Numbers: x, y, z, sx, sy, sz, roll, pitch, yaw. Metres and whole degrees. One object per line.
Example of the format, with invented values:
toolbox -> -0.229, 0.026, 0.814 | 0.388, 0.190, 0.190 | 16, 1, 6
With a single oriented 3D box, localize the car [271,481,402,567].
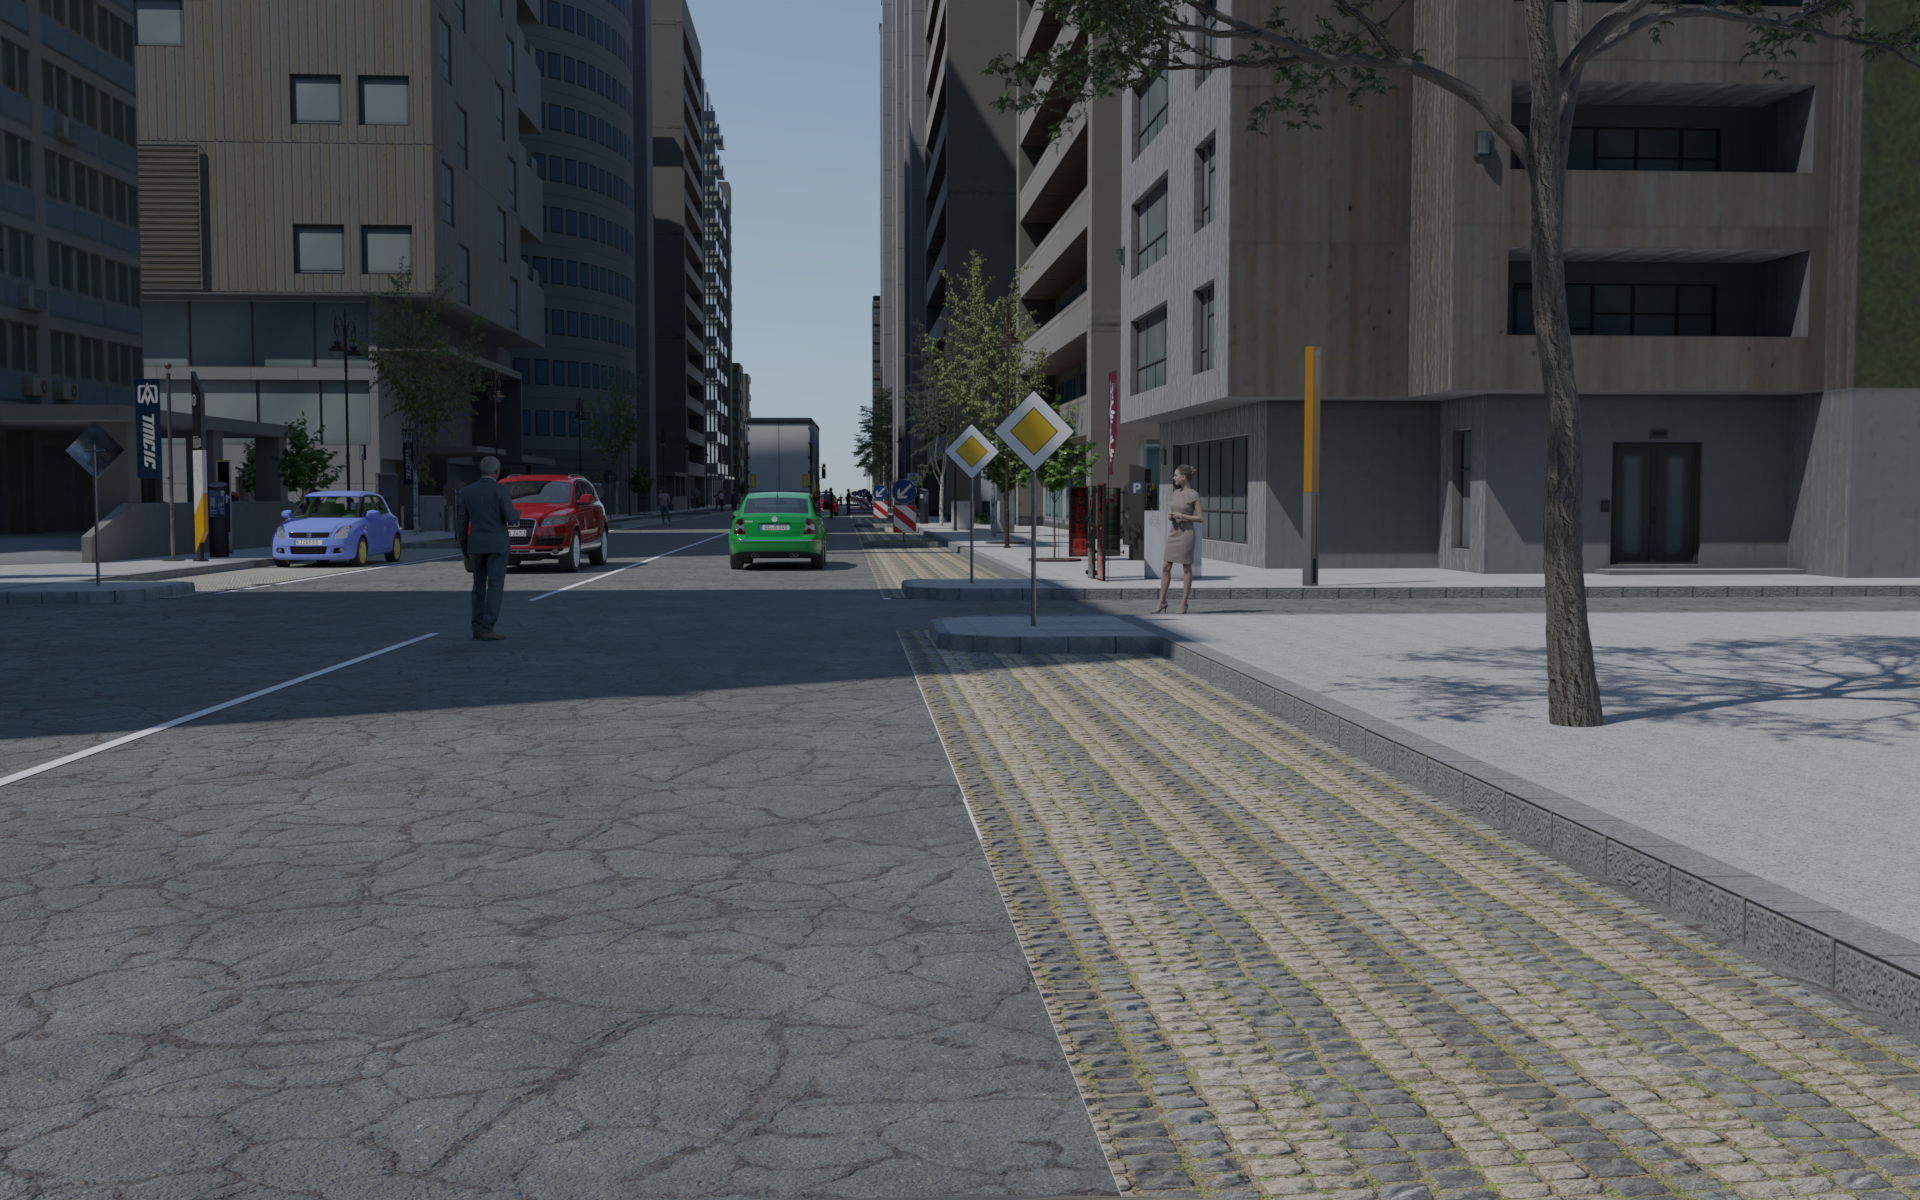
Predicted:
car -> -12.562, -1.552, 34.959 | 1.945, 1.707, 3.694 | 0, 4, -2

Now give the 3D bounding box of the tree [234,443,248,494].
tree -> -22.905, -3.767, 56.198 | 1.663, 3.219, 1.824 | 0, 3, 0

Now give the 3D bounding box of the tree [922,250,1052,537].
tree -> 0.974, -6.210, 51.904 | 4.737, 8.622, 4.395 | 0, 3, 0

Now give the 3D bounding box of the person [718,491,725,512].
person -> -19.437, -8.026, 140.655 | 0.436, 1.711, 0.756 | 3, 5, 45

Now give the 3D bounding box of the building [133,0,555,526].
building -> -33.573, -29.692, 74.697 | 28.713, 52.752, 27.495 | 0, 4, -4

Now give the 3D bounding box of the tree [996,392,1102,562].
tree -> 1.932, -2.348, 32.989 | 1.663, 3.219, 1.824 | 0, 3, 0

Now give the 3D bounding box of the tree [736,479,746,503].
tree -> -28.105, -14.121, 225.479 | 1.663, 3.219, 1.824 | 0, 3, 0

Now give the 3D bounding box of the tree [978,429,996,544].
tree -> 1.296, -3.065, 44.716 | 1.663, 3.219, 1.824 | 0, 3, 0

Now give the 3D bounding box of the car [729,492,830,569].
car -> -3.562, -1.561, 34.324 | 1.959, 1.807, 4.718 | 0, 4, -3

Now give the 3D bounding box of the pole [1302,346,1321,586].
pole -> 4.889, -1.849, 24.071 | 0.158, 3.312, 0.155 | 0, 3, 0

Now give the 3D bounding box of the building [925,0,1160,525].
building -> 9.328, -28.472, 89.224 | 21.300, 48.544, 21.600 | 0, 4, -4

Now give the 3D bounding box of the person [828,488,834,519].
person -> -7.556, -5.655, 101.055 | 0.705, 1.812, 1.348 | 0, 4, -7

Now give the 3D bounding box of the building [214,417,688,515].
building -> -38.534, -27.257, 137.534 | 32.217, 40.220, 23.993 | 0, 4, -4

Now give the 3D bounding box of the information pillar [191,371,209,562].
information pillar -> -14.413, -2.537, 32.830 | 0.183, 3.616, 0.504 | -3, 5, -42

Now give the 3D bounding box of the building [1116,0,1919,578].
building -> 10.968, -15.941, 32.340 | 14.107, 30.474, 14.160 | 0, 4, -4

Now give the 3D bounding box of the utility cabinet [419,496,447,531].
utility cabinet -> -18.320, -3.004, 60.277 | 0.306, 1.237, 1.020 | 2, 4, 29

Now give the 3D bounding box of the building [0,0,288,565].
building -> -32.665, -21.092, 36.741 | 32.217, 40.220, 23.993 | 0, 4, -4

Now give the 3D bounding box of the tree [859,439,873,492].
tree -> -9.101, -14.703, 190.754 | 4.360, 8.622, 3.978 | 0, 3, 0

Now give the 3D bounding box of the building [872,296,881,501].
building -> -5.778, -29.370, 251.894 | 14.160, 30.474, 14.107 | 0, 4, -4

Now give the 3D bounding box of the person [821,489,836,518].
person -> -8.182, -5.893, 105.644 | 1.217, 1.735, 0.721 | 0, 4, 7

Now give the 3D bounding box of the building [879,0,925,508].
building -> 1.014, -40.642, 206.487 | 21.231, 58.520, 28.212 | 0, 4, -4

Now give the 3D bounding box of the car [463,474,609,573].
car -> -8.094, -1.510, 33.358 | 2.281, 1.827, 5.304 | 0, 4, -2

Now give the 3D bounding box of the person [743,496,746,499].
person -> -20.123, -9.491, 164.391 | 1.217, 1.735, 0.721 | 3, 4, 38

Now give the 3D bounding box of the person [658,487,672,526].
person -> -13.112, -4.163, 77.161 | 0.593, 1.750, 0.643 | -1, 4, -21

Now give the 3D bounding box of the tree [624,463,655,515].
tree -> -19.881, -6.948, 108.208 | 1.663, 3.219, 1.824 | 0, 3, 0

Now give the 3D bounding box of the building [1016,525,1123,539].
building -> 13.610, -26.617, 58.883 | 21.300, 48.544, 21.600 | 0, 4, -4

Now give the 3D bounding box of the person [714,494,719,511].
person -> -20.172, -8.085, 143.915 | 0.599, 1.433, 0.991 | -1, 4, -17

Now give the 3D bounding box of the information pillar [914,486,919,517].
information pillar -> -2.448, -5.666, 97.125 | 0.304, 2.012, 0.304 | -1, 4, -12

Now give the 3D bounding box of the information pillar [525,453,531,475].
information pillar -> -24.460, -6.534, 98.190 | 0.183, 3.616, 0.504 | 1, 4, 16

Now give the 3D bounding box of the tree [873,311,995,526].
tree -> -0.680, -7.325, 70.133 | 4.360, 8.622, 3.978 | 0, 3, 0

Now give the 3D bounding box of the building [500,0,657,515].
building -> -31.887, -34.821, 111.315 | 21.231, 58.520, 28.212 | 0, 4, -4

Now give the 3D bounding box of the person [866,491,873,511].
person -> -7.655, -8.399, 146.746 | 0.541, 1.710, 0.530 | 1, 4, 15

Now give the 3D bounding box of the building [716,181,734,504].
building -> -36.361, -32.797, 219.821 | 14.154, 41.232, 14.086 | 0, 4, -4

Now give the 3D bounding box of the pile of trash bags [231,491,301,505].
pile of trash bags -> -23.604, -3.041, 59.473 | 3.447, 1.369, 1.912 | -3, 5, -42

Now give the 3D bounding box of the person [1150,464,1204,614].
person -> 2.586, -0.719, 20.594 | 0.374, 1.781, 0.599 | -3, 5, -40

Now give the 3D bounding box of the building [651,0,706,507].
building -> -35.387, -32.851, 160.820 | 21.300, 48.544, 21.600 | 0, 4, -4

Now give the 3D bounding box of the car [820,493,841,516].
car -> -8.833, -6.334, 112.607 | 2.155, 1.783, 4.494 | 0, 4, -6

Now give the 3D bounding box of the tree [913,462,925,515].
tree -> -2.326, -6.690, 103.988 | 1.663, 3.219, 1.824 | 0, 3, 0

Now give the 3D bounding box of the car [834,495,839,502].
car -> -11.433, -8.460, 150.321 | 2.014, 1.417, 4.499 | 0, 4, -4

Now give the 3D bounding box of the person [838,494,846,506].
person -> -11.918, -9.871, 173.155 | 1.065, 1.426, 0.557 | -1, 4, -19

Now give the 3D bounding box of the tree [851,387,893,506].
tree -> -7.720, -16.245, 183.728 | 7.486, 12.596, 7.792 | 0, 3, 0

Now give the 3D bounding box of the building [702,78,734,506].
building -> -38.307, -35.311, 196.940 | 23.786, 49.044, 30.456 | 0, 4, -4

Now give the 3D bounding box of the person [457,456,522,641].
person -> -4.618, -0.517, 17.127 | 0.661, 1.801, 0.590 | 1, 4, 15

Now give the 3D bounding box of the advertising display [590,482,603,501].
advertising display -> -19.438, -5.313, 92.073 | 0.974, 1.923, 0.123 | -3, 5, -42

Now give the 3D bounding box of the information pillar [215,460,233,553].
information pillar -> -15.904, -2.015, 37.438 | 0.304, 2.012, 0.304 | -1, 4, -23

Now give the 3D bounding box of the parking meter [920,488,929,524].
parking meter -> -1.542, -4.037, 74.416 | 0.372, 1.533, 0.369 | 0, 3, 0

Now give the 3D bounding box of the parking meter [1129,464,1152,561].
parking meter -> 3.486, -1.697, 33.464 | 0.399, 1.863, 0.255 | 2, 4, 34

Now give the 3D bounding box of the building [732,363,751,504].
building -> -43.739, -24.244, 241.421 | 27.650, 21.520, 28.899 | 0, 4, -4

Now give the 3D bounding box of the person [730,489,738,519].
person -> -13.171, -5.601, 100.993 | 0.541, 1.710, 0.530 | -3, 5, -39

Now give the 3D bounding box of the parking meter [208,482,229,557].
parking meter -> -15.065, -1.638, 35.188 | 0.372, 1.533, 0.369 | 0, 3, 0

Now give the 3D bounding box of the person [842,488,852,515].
person -> -7.723, -6.781, 119.380 | 0.705, 1.822, 1.348 | -2, 4, -28
